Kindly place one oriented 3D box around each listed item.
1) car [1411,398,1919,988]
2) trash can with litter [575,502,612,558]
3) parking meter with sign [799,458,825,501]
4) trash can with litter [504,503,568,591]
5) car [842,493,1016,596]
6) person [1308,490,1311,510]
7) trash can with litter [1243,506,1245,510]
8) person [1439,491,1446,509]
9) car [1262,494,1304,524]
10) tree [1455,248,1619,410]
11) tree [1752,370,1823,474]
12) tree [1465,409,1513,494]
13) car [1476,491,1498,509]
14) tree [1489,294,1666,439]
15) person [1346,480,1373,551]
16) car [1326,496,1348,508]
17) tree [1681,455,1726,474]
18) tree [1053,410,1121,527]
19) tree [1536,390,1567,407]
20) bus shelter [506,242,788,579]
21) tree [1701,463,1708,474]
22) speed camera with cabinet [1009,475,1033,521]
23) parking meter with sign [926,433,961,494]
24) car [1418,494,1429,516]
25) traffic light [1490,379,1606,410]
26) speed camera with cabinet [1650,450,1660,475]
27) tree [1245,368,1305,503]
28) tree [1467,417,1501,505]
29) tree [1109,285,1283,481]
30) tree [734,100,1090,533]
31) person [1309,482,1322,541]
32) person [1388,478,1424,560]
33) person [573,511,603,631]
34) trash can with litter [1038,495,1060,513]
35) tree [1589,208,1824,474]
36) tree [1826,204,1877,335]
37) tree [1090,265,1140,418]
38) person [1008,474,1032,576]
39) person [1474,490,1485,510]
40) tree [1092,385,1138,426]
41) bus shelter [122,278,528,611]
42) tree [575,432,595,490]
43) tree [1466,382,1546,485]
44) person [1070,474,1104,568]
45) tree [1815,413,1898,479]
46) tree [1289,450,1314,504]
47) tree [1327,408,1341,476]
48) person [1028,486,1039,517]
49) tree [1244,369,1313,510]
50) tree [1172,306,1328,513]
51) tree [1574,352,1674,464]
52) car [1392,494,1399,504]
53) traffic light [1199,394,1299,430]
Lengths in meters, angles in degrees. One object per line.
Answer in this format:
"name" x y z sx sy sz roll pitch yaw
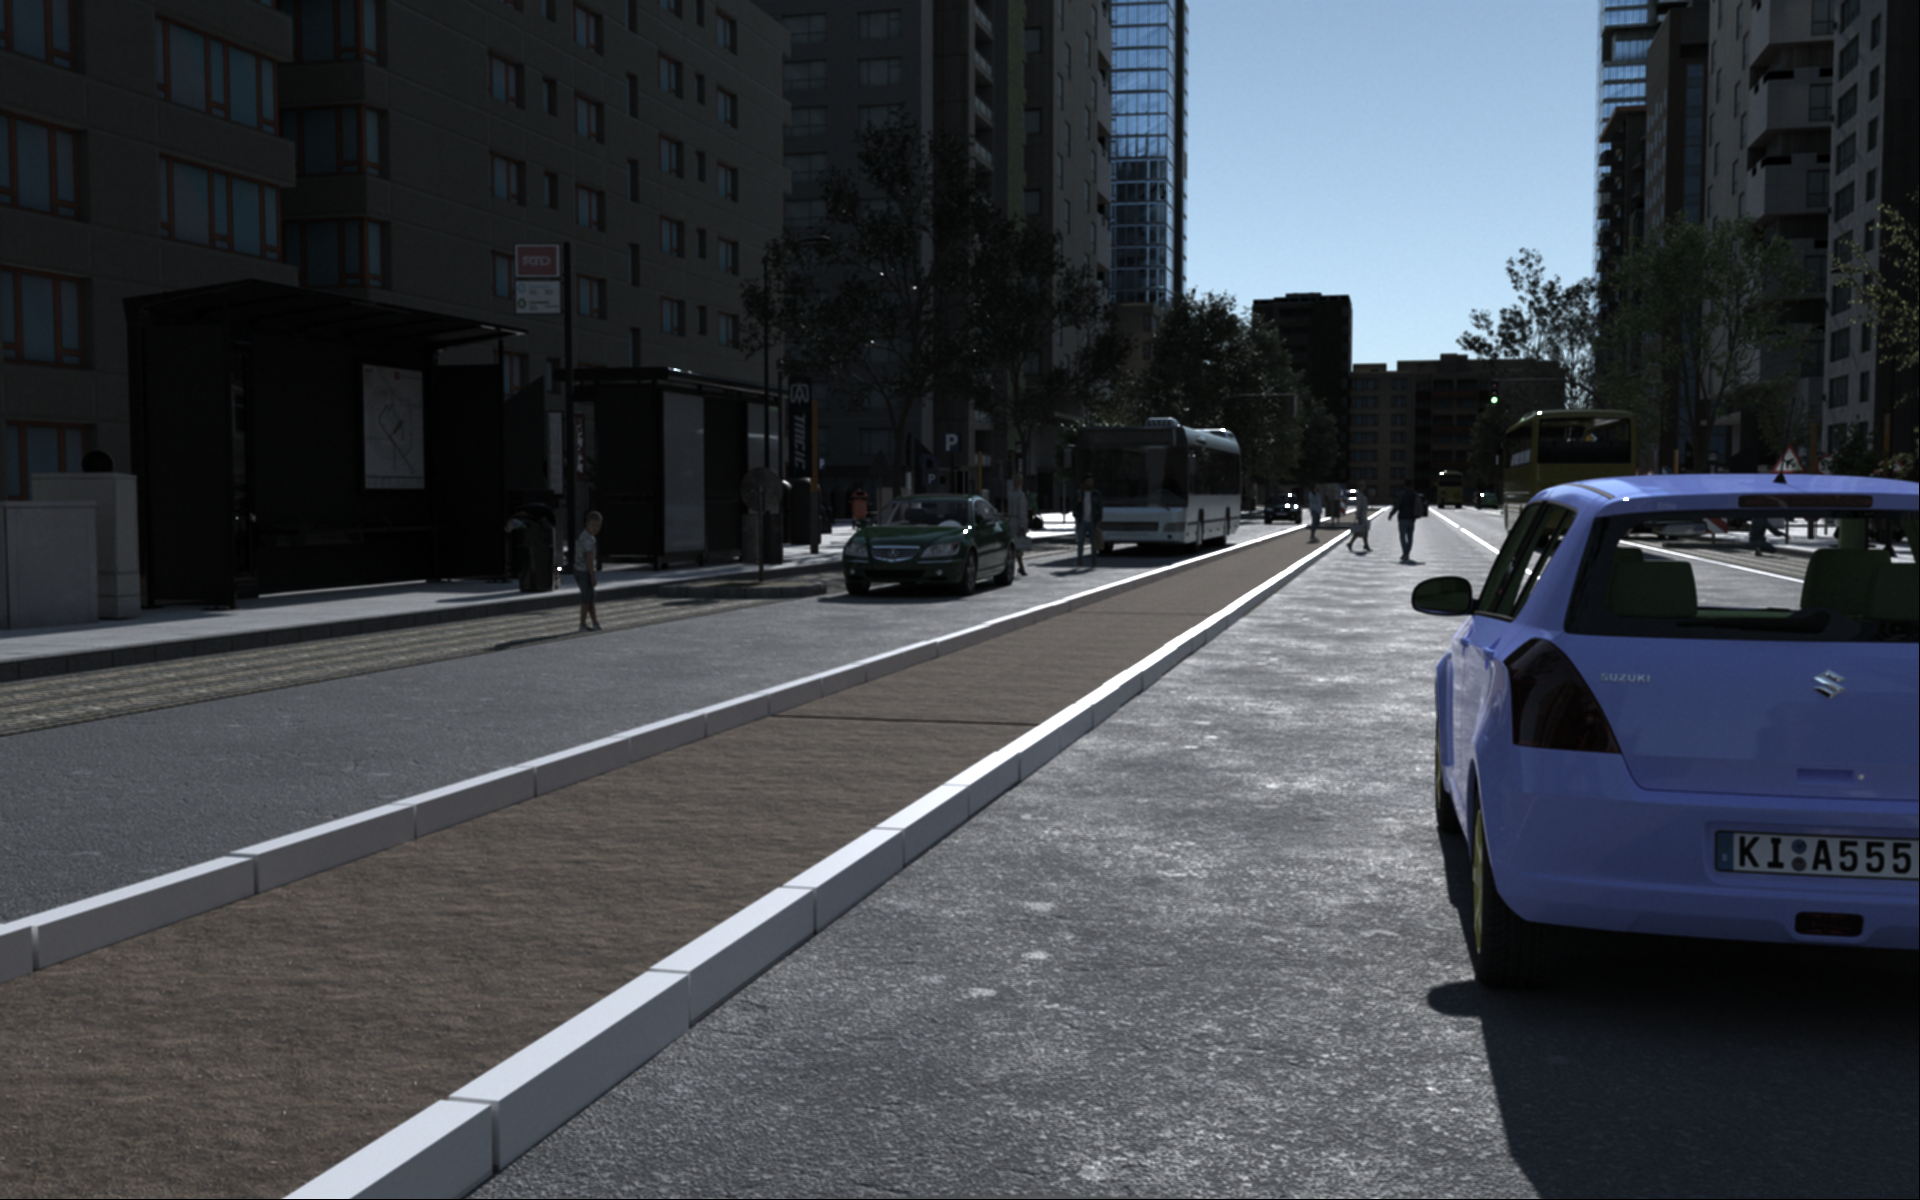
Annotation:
"car" 2.608 0.212 6.133 1.945 1.707 3.694 1 4 13
"trash can with litter" -7.317 -1.397 34.221 1.055 1.170 0.624 -3 5 -45
"parking meter with sign" -7.476 -5.412 84.743 1.738 3.016 0.543 2 4 29
"trash can with litter" -5.628 -0.710 22.997 0.624 1.170 1.055 0 4 -2
"car" -0.380 -0.873 26.066 2.131 1.459 4.920 1 4 13
"person" 30.859 -8.781 152.095 0.660 1.820 0.620 2 4 32
"trash can with litter" 23.222 -8.082 143.532 1.055 1.170 0.624 -2 4 -24
"person" 46.817 -9.720 168.126 0.721 1.736 1.217 3 5 44
"car" 15.763 -4.563 84.392 2.009 1.686 4.222 1 4 13
"tree" 44.422 -17.133 136.014 12.611 20.169 13.585 0 3 0
"tree" 48.661 -9.280 102.086 4.737 8.622 4.395 0 3 0
"tree" 67.502 -18.292 217.206 7.486 12.596 7.792 0 3 0
"car" 50.008 -9.504 164.179 1.959 1.807 4.718 1 4 14
"tree" 38.056 -12.046 107.319 12.009 13.543 11.850 0 3 0
"person" 10.017 -2.113 43.393 0.624 1.780 0.694 2 4 28
"car" 37.376 -9.775 171.613 2.131 1.459 4.920 1 4 14
"tree" 59.217 -9.425 137.806 4.285 4.588 4.351 0 3 0
"tree" 5.019 -5.076 66.703 4.285 4.588 4.351 0 3 0
"tree" 41.394 -10.424 120.791 4.737 8.622 4.395 0 3 0
"bus shelter" -5.407 -3.211 30.137 2.179 5.291 8.768 1 4 15
"tree" 38.907 -5.855 90.325 1.663 3.219 1.824 0 3 0
"speed camera with cabinet" 2.916 -5.389 82.438 0.660 3.252 2.038 1 4 20
"parking meter with sign" -0.644 -3.205 48.664 0.543 3.016 1.738 2 4 31
"car" 29.467 -6.280 112.470 2.009 1.686 4.222 1 4 13
"traffic light" 23.335 -5.727 68.297 4.771 5.953 1.251 1 4 14
"speed camera with cabinet" 30.621 -5.097 77.671 2.038 3.252 0.660 -1 4 -8
"tree" 26.591 -14.214 150.533 7.486 12.596 7.792 0 3 0
"tree" 64.362 -16.639 206.455 8.767 10.594 7.601 2 4 30
"tree" 13.022 -10.903 95.265 9.611 12.733 9.660 0 3 0
"tree" -1.679 -6.586 42.087 8.767 10.594 7.601 1 4 10
"person" 10.865 -2.710 53.071 0.793 1.790 0.793 0 4 0
"person" 9.787 -1.776 37.891 0.623 1.781 0.721 -2 4 -25
"person" -3.866 -0.298 18.052 0.352 1.250 0.332 1 4 17
"trash can with litter" 6.065 -6.420 116.017 2.233 1.210 1.678 -1 4 -19
"tree" 26.618 -8.334 62.014 9.928 11.665 9.643 0 3 0
"tree" 17.953 -4.903 30.523 4.360 8.622 3.978 0 3 0
"tree" 2.383 -7.525 57.443 8.767 10.594 7.601 3 5 39
"person" 0.960 -1.307 30.222 0.624 1.780 0.694 -1 4 -22
"person" 46.955 -9.018 156.458 1.217 1.766 0.721 -1 4 -15
"tree" 9.727 -9.716 109.221 4.360 8.622 3.978 0 3 0
"bus shelter" -7.772 -1.885 22.108 1.731 3.624 6.357 1 4 14
"tree" -9.465 -3.165 46.346 1.663 3.219 1.824 0 3 0
"tree" 60.406 -17.354 190.386 9.857 13.997 8.962 0 3 0
"person" 2.503 -1.522 33.367 0.794 1.824 0.713 1 4 22
"tree" 21.445 -2.869 41.509 1.663 3.219 1.824 0 3 0
"tree" 43.990 -16.544 220.853 4.360 8.622 3.978 0 3 0
"tree" 39.014 -17.750 196.863 9.857 13.997 8.962 0 3 0
"person" 3.260 -4.226 77.848 0.600 1.795 0.529 -1 4 -19
"tree" 23.743 -13.068 139.425 9.928 11.665 9.643 0 3 0
"tree" 19.144 -13.015 119.442 9.857 13.997 8.962 0 3 0
"tree" 34.693 -8.531 89.841 4.737 8.622 4.395 0 3 0
"car" 45.568 -10.313 178.401 2.009 1.686 4.222 1 4 15
"traffic light" 13.044 -6.403 79.353 4.771 5.953 1.251 1 4 14
